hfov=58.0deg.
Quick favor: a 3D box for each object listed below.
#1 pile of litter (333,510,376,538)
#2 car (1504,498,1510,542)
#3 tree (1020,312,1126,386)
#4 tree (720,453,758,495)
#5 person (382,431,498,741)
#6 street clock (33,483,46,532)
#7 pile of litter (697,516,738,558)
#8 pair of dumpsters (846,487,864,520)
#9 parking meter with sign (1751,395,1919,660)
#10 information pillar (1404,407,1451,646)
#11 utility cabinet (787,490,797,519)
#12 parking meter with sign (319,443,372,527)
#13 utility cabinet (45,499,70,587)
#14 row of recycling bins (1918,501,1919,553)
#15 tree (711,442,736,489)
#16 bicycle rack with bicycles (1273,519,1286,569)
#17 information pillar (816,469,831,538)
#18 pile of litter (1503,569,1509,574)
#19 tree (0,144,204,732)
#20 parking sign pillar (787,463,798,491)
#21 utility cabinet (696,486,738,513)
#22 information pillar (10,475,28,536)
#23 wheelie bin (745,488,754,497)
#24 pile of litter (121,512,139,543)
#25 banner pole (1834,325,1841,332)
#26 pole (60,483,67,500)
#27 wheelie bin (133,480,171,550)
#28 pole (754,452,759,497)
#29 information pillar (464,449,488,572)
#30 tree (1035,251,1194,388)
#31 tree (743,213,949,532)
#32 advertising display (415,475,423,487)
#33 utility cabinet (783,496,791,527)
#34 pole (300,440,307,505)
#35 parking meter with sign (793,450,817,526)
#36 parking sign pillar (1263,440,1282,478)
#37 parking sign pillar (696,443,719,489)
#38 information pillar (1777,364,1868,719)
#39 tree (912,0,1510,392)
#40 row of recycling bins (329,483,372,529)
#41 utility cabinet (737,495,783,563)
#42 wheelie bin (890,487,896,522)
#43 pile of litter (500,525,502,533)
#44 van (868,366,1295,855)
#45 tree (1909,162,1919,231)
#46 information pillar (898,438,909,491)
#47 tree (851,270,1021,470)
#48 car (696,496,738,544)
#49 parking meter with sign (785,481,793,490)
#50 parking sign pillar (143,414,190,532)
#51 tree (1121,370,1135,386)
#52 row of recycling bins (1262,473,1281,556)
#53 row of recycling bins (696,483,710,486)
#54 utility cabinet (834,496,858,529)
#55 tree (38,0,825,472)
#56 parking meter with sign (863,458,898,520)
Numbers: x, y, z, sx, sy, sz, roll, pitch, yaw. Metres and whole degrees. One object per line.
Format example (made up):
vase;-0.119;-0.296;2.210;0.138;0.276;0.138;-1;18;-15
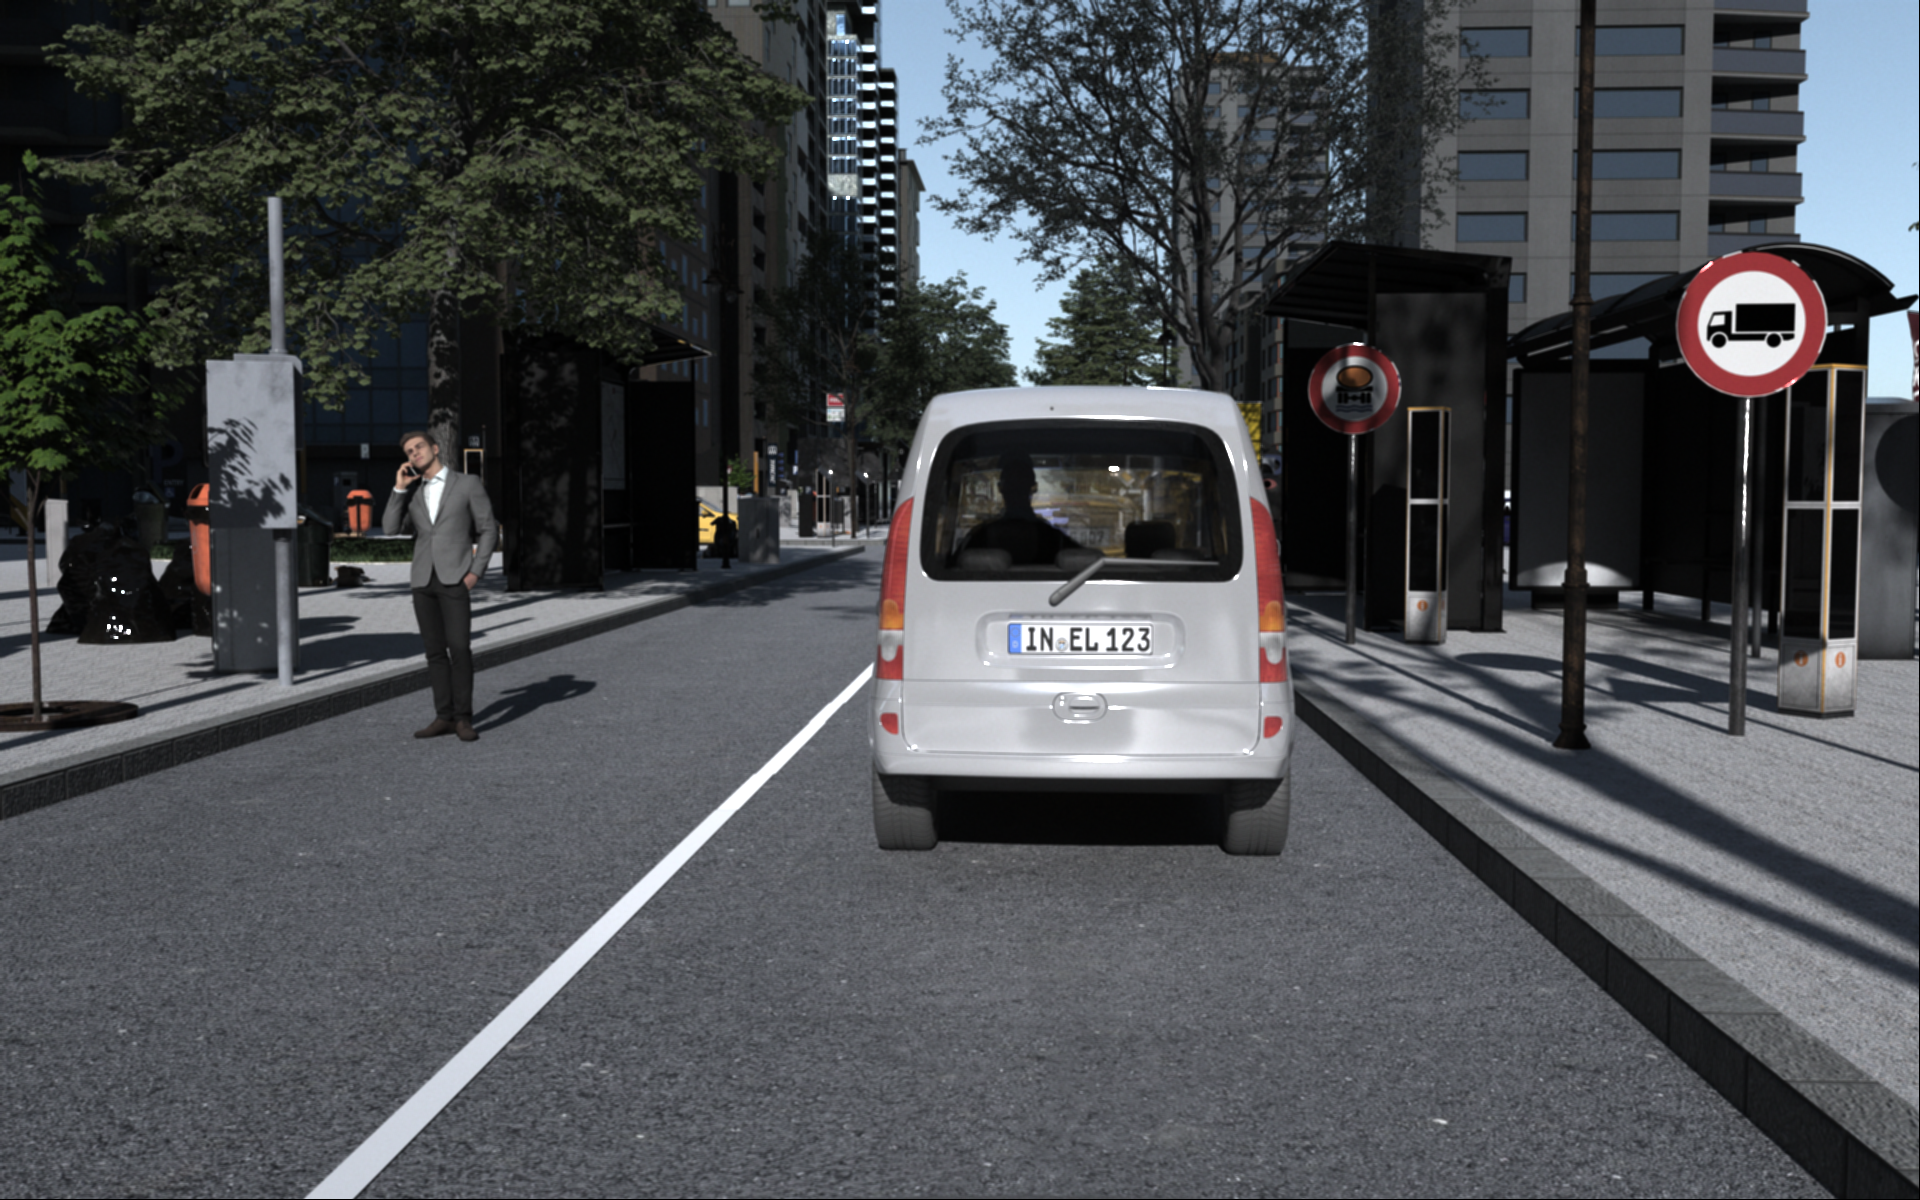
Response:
pile of litter;-17.646;-2.199;49.922;1.719;0.858;1.176;0;4;3
car;14.090;-2.020;45.600;3.894;1.354;1.945;0;4;5
tree;12.048;-19.657;177.288;12.611;20.169;13.585;0;3;0
tree;-10.565;-5.351;82.087;1.663;3.219;1.824;0;3;0
person;-3.048;-0.092;10.183;0.592;1.802;0.473;2;4;25
street clock;-33.059;-3.529;62.270;0.471;2.002;0.358;1;4;13
pile of litter;-4.673;-1.282;34.931;1.719;0.858;1.176;2;4;26
pair of dumpsters;-4.417;-4.681;79.027;1.574;2.255;4.437;0;4;3
parking meter with sign;7.064;-1.053;13.470;1.738;3.016;0.543;0;4;1
information pillar;3.990;-0.630;14.785;0.304;2.012;0.304;2;4;27
utility cabinet;-8.904;-4.929;89.275;1.173;1.500;0.318;3;5;44
parking meter with sign;-20.939;-3.835;58.957;0.543;3.016;1.738;3;5;40
utility cabinet;-12.743;-0.814;24.464;0.306;1.237;1.020;-2;4;-28
row of recycling bins;22.409;-1.906;38.274;3.534;1.692;1.069;0;4;-6
tree;-15.447;-7.584;107.717;4.285;4.588;4.351;0;3;0
bicycle rack with bicycles;5.069;-0.664;24.242;2.925;0.926;2.852;-2;4;-23
information pillar;-3.985;-2.821;50.620;0.304;2.012;0.304;2;4;33
pile of litter;8.312;-0.883;28.407;1.176;0.858;1.719;-1;4;-16
tree;-5.151;-0.919;9.621;1.663;3.219;1.824;0;3;0
parking sign pillar;-11.102;-7.920;117.970;1.447;3.967;1.447;-1;4;-21
utility cabinet;-7.058;-2.545;50.288;1.173;1.500;0.318;-2;4;-27
information pillar;-28.484;-3.733;52.382;0.504;3.616;0.183;0;4;1
wheelie bin;-11.547;-5.372;95.737;0.693;1.594;0.980;-1;4;-16
pile of litter;-19.906;-1.654;41.010;1.176;0.858;1.719;0;4;1
banner pole;10.324;-1.892;20.954;0.863;3.779;0.401;3;5;43
pole;-31.311;-4.075;60.472;0.158;3.312;0.155;0;3;0
wheelie bin;-18.166;-1.897;38.932;0.693;1.594;0.980;-1;4;-15
pole;-9.803;-5.473;83.324;0.158;3.312;0.155;0;3;0
information pillar;-7.979;-1.472;28.567;0.304;2.012;0.304;0;4;-5
tree;6.980;-10.001;81.643;7.486;12.596;7.792;0;3;0
tree;-3.868;-7.572;58.210;7.601;10.594;8.767;0;4;1
advertising display;-17.801;-3.200;57.538;0.123;1.923;0.974;1;4;8
utility cabinet;-6.927;-3.413;66.966;0.306;1.237;1.020;-3;4;-38
pole;-24.937;-4.402;65.821;0.158;3.312;0.155;0;3;0
parking meter with sign;-5.969;-4.482;69.538;0.543;3.016;1.738;1;4;22
parking sign pillar;15.519;-5.919;85.251;1.447;3.967;1.447;0;4;-1
parking sign pillar;-13.266;-6.245;90.581;1.447;3.967;1.447;-2;4;-28
information pillar;4.964;-0.336;9.984;0.304;2.012;0.304;-2;4;-28
tree;4.166;-7.227;28.525;12.009;13.543;11.850;0;3;0
row of recycling bins;-22.196;-3.419;63.008;1.069;1.692;3.534;0;4;-6
utility cabinet;-3.776;-1.300;32.421;0.306;1.237;1.020;-3;5;-40
wheelie bin;-2.895;-4.381;79.533;0.980;1.594;0.693;0;4;1
pile of litter;-14.698;-2.622;56.840;1.719;0.858;1.176;1;4;10
van;0.579;-0.078;8.286;2.013;2.044;4.112;0;4;4
tree;13.525;-4.258;19.989;4.737;8.622;4.395;0;3;0
information pillar;-2.368;-4.972;72.641;0.504;3.616;0.183;1;4;21
tree;-1.689;-11.742;98.633;9.857;13.997;8.962;0;3;0
car;-7.203;-2.189;46.019;3.980;1.641;2.015;0;4;3
parking meter with sign;-10.617;-6.685;105.555;1.738;3.016;0.543;-3;5;-45
parking sign pillar;-27.007;-4.308;58.909;1.447;3.967;1.447;3;4;37
tree;8.708;-9.429;104.527;4.737;8.622;4.395;0;3;0
row of recycling bins;5.551;-1.648;34.063;3.534;1.692;1.069;0;4;-1
row of recycling bins;-10.810;-3.468;63.812;3.534;1.692;1.069;0;4;5
utility cabinet;-4.202;-3.217;63.757;1.020;1.237;0.306;3;5;42
tree;-4.831;-6.074;17.437;7.486;12.596;7.792;0;3;0
parking meter with sign;-3.862;-5.374;84.118;1.738;3.016;0.543;1;4;9
